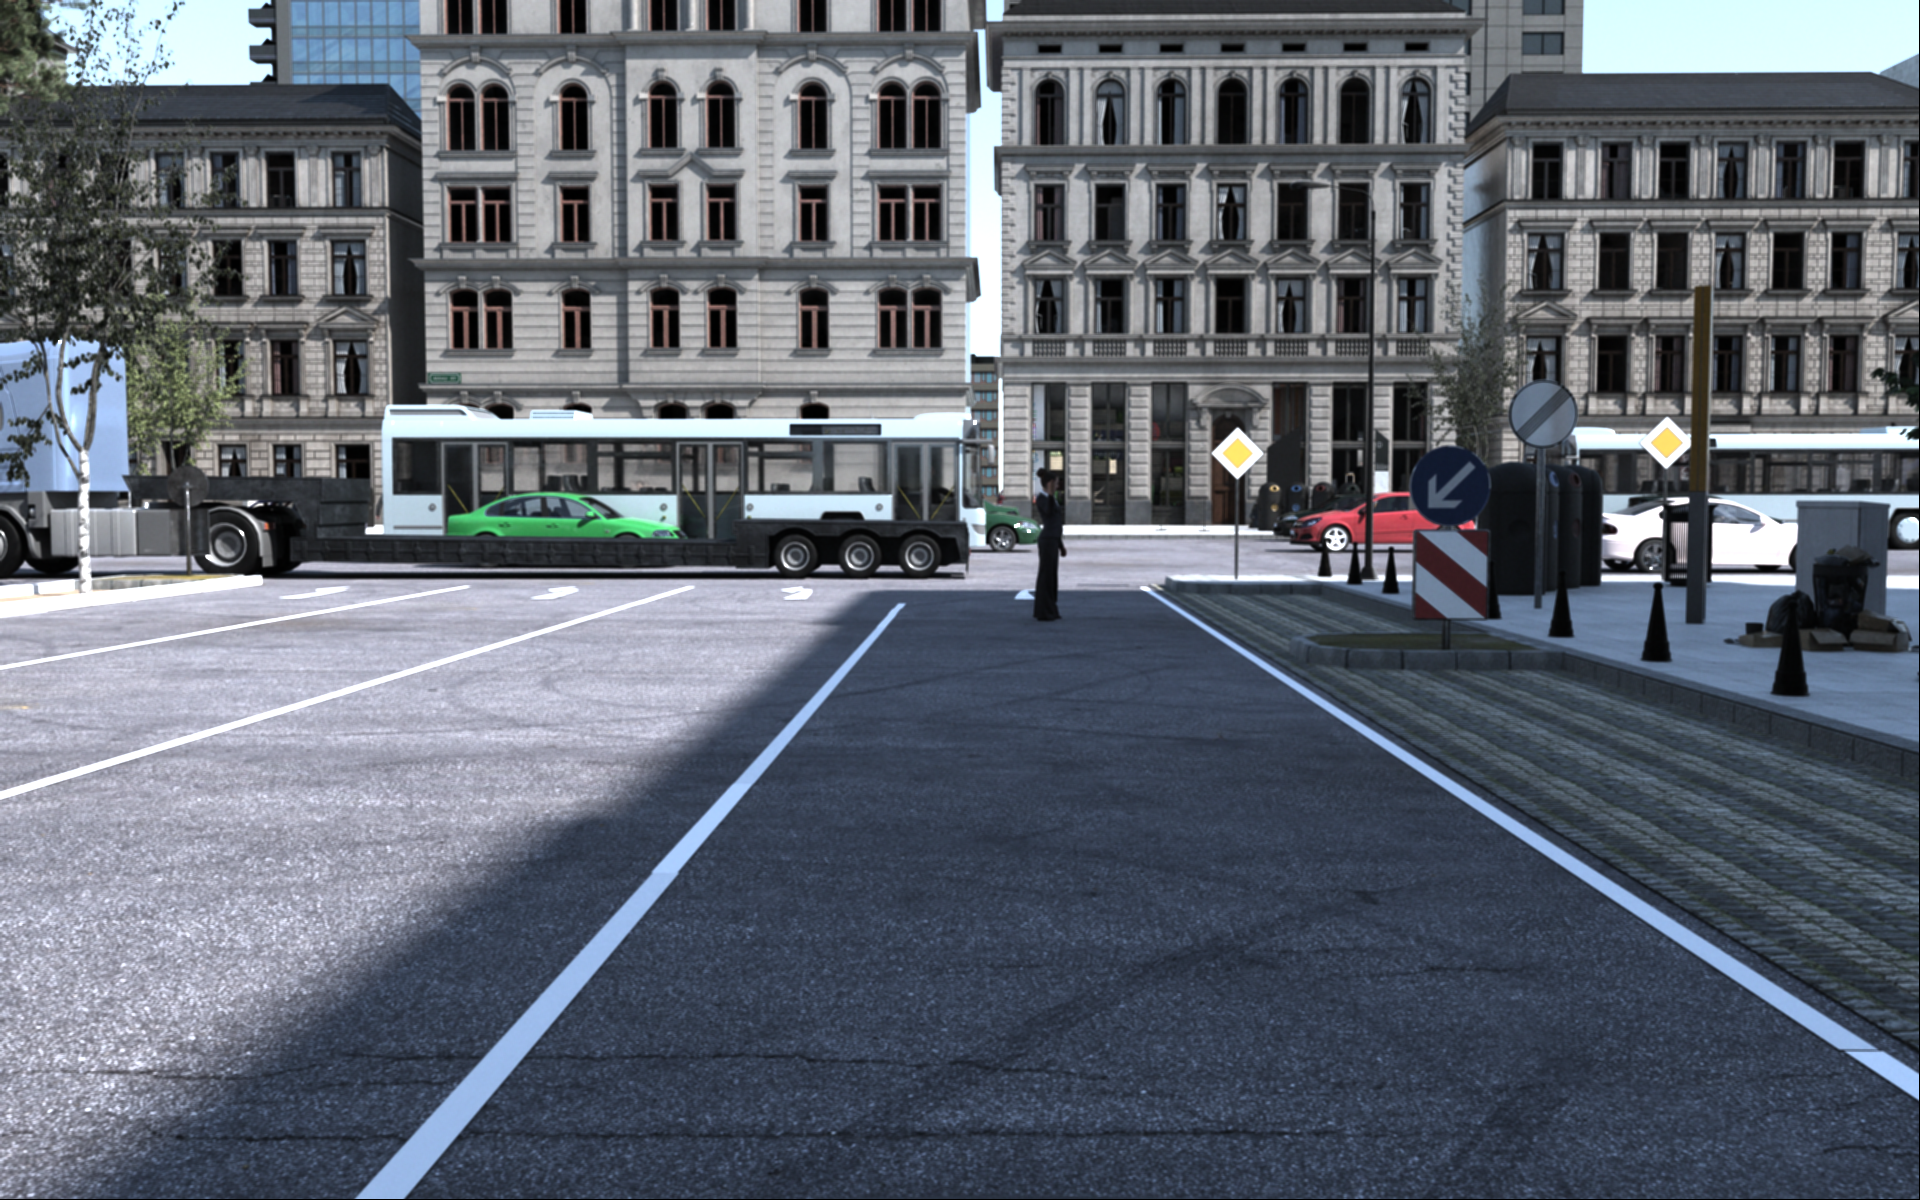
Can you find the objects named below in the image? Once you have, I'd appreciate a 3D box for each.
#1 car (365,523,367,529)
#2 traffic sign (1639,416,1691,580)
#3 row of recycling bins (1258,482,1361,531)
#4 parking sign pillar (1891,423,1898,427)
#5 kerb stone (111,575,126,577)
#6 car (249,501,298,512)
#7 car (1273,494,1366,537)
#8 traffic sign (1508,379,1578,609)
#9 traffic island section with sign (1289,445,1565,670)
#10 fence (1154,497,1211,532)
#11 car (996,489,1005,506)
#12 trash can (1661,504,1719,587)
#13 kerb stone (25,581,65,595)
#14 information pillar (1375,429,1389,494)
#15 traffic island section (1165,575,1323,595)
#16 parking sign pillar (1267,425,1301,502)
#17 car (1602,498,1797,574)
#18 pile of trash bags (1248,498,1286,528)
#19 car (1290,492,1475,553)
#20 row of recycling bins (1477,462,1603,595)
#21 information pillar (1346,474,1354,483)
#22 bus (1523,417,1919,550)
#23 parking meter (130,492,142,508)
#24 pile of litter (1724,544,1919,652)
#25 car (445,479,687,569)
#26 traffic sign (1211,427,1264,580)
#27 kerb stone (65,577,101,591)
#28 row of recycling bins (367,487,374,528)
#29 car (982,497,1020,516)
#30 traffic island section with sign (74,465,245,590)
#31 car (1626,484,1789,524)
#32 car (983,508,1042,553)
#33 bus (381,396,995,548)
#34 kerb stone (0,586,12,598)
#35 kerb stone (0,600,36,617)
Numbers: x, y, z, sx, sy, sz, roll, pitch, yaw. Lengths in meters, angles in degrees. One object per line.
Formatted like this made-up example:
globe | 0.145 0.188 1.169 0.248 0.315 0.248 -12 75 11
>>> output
car | -19.273 -2.287 49.977 3.894 1.354 1.945 0 4 1
traffic sign | 10.438 -1.496 25.652 0.795 2.450 0.064 0 4 6
row of recycling bins | 12.104 -3.238 60.051 3.534 1.692 1.069 1 4 17
parking sign pillar | 35.794 -4.711 65.493 1.447 3.967 1.447 -1 4 -22
kerb stone | -13.171 -0.286 26.900 0.120 0.150 1.000 0 4 1
car | -16.851 -1.845 42.748 3.894 1.354 1.945 0 4 2
car | 11.720 -2.642 52.983 4.222 1.686 2.009 0 4 0
traffic sign | 6.489 -1.178 19.366 0.768 2.556 0.104 0 4 2
traffic island section with sign | 3.923 -0.387 14.957 1.989 1.847 2.006 0 4 1
fence | 7.675 -2.969 59.747 0.480 1.192 2.264 -3 4 -38
car | 3.985 -7.943 138.533 2.281 1.827 5.304 0 4 2
trash can | 10.159 -0.764 24.144 0.748 1.137 0.748 0 3 0
kerb stone | -13.214 -0.154 24.849 0.120 0.150 1.000 0 4 1
information pillar | 15.218 -4.357 62.596 0.504 3.616 0.183 1 4 10
traffic island section | 4.162 -0.226 25.976 2.009 0.180 2.903 0 4 1
parking sign pillar | 12.686 -4.857 67.885 1.447 3.967 1.447 1 4 11
car | 13.849 -1.203 32.030 4.827 1.381 2.083 0 4 0
pile of trash bags | 11.698 -3.365 64.777 1.912 1.369 3.447 1 4 12
car | 10.472 -2.083 43.104 4.494 1.783 2.155 0 3 0
row of recycling bins | 7.813 -0.994 23.363 1.069 1.692 3.534 2 4 35
information pillar | 14.506 -3.668 64.458 0.304 2.012 0.304 1 4 14
bus | 21.183 -3.102 45.581 13.247 3.499 2.948 0 4 3
parking meter | -31.504 -3.537 66.235 0.372 1.533 0.369 0 3 0
pile of litter | 7.358 -0.029 14.432 1.176 0.858 1.719 -3 5 -44
car | -7.728 -1.549 34.129 4.718 1.807 1.959 0 4 3
traffic sign | 4.138 -1.361 25.899 0.795 2.450 0.064 0 4 1
kerb stone | -13.188 -0.225 25.874 0.120 0.150 1.000 0 4 1
row of recycling bins | -23.934 -3.701 67.625 1.069 1.692 3.534 -3 5 -44
car | -0.600 -2.386 50.807 4.920 1.459 2.131 0 4 2
traffic island section with sign | -12.120 -1.128 26.578 2.006 1.907 1.989 0 4 1
car | 18.173 -1.995 42.401 4.222 1.686 2.009 0 4 3
car | -0.375 -1.925 43.276 4.920 1.459 2.131 0 4 2
bus | -5.201 -2.554 36.625 13.247 3.499 2.948 0 4 1
kerb stone | -13.239 -0.099 23.820 0.120 0.150 1.000 0 4 1
kerb stone | -11.205 0.096 20.619 0.120 0.150 1.000 0 4 1
